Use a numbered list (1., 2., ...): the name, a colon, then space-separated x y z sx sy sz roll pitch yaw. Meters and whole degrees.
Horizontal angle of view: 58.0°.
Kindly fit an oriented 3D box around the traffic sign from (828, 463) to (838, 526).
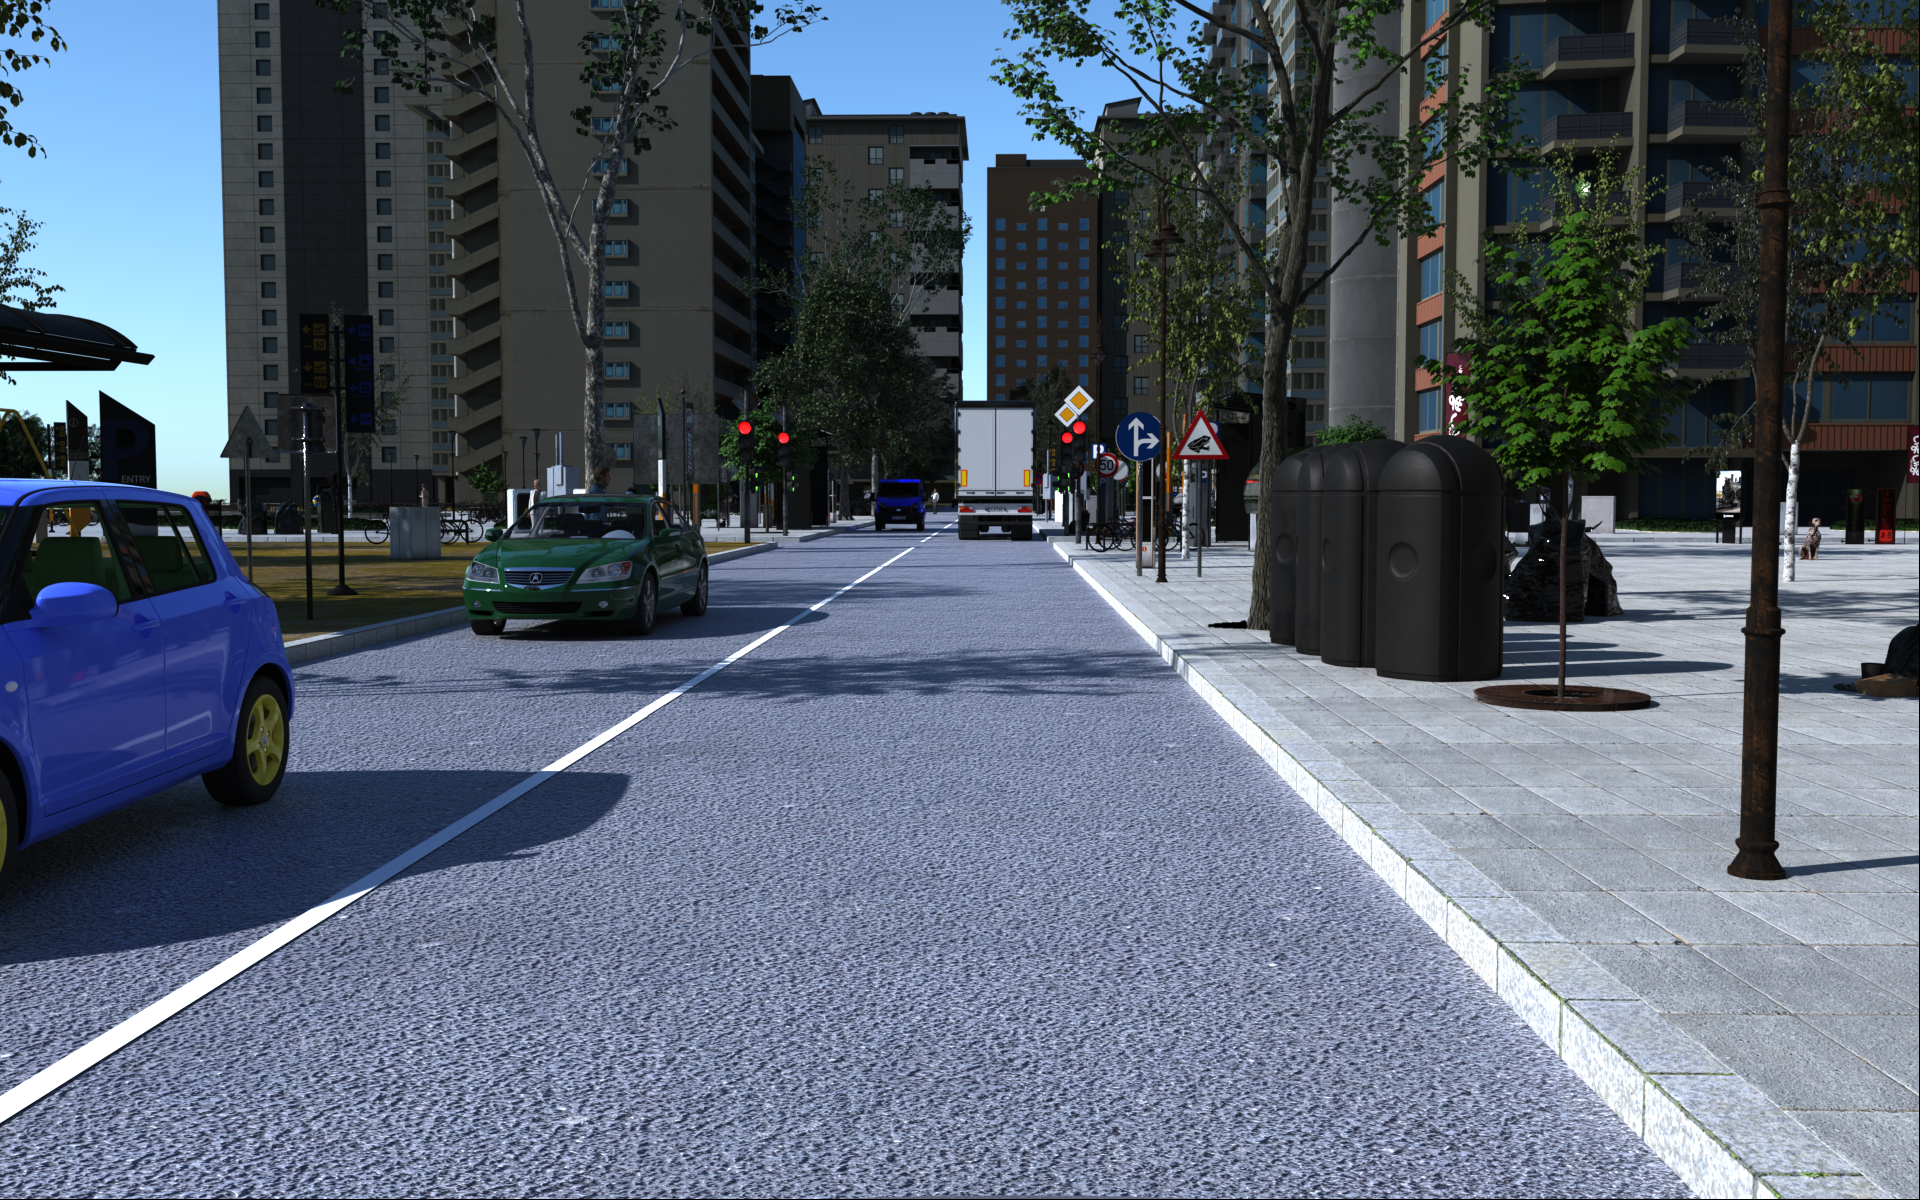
1. traffic sign: -5.325 -4.290 70.251 0.768 2.556 0.104 0 4 2

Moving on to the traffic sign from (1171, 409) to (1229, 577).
1. traffic sign: 3.693 -1.629 26.646 0.884 2.594 0.081 0 4 4

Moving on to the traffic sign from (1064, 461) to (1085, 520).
1. traffic sign: 3.977 -3.696 60.530 0.768 2.556 0.104 0 4 6

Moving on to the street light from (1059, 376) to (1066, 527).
1. street light: 4.098 -5.837 68.215 0.468 5.910 1.993 0 4 1

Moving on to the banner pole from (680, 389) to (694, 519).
1. banner pole: -6.558 -3.160 41.684 0.401 3.779 0.863 1 4 13

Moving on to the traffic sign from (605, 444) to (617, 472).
1. traffic sign: -8.961 -2.644 43.328 0.768 2.556 0.104 0 4 4

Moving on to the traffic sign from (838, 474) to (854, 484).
1. traffic sign: -6.037 -5.595 91.487 0.884 2.594 0.081 0 4 8

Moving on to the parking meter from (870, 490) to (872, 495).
1. parking meter: -5.263 -5.933 105.414 0.372 1.533 0.369 0 3 0

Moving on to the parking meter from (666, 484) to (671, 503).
1. parking meter: -9.108 -2.941 53.800 0.255 1.863 0.399 2 4 23

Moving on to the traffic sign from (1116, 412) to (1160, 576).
1. traffic sign: 2.805 -1.643 26.975 0.768 2.556 0.104 1 4 11

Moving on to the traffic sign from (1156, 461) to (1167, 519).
1. traffic sign: 8.013 -4.132 67.661 0.768 2.556 0.104 0 4 3

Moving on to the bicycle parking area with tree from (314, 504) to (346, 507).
1. bicycle parking area with tree: -39.890 -8.429 124.813 9.016 4.147 8.231 1 4 15

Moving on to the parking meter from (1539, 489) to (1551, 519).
1. parking meter: 18.669 -2.867 55.292 0.372 1.533 0.369 0 3 0

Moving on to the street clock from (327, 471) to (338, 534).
1. street clock: -19.985 -3.106 55.359 0.358 2.002 0.471 1 4 11

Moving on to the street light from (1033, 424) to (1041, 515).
1. street light: 4.900 -8.263 107.888 0.468 5.910 1.993 0 4 1

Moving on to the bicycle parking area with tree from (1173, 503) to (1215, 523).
1. bicycle parking area with tree: 13.074 -5.425 75.700 9.016 4.147 8.231 1 4 14

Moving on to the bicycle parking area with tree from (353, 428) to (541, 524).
1. bicycle parking area with tree: -20.870 -5.511 77.102 8.231 4.147 9.016 3 5 44

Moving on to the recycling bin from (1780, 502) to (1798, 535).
1. recycling bin: 25.805 -2.557 54.362 0.722 1.027 0.722 0 4 5

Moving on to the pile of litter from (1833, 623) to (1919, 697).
1. pile of litter: 6.531 0.186 10.930 1.719 0.858 1.176 3 5 43

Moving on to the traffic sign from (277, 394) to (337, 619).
1. traffic sign: -6.655 -0.951 17.674 0.606 2.300 0.079 0 4 2

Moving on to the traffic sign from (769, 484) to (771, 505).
1. traffic sign: -7.440 -4.134 67.691 0.768 2.556 0.104 0 4 3

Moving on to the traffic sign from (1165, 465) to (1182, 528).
1. traffic sign: 7.640 -3.756 61.414 0.884 2.594 0.081 1 4 11

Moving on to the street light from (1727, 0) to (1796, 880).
1. street light: 2.683 -2.010 5.657 0.468 5.910 1.993 0 4 1

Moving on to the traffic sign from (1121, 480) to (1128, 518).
1. traffic sign: 8.587 -5.607 91.775 0.768 2.556 0.104 0 4 6

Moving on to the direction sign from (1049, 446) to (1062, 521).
1. direction sign: 4.646 -5.512 82.125 0.876 3.537 0.379 1 4 13

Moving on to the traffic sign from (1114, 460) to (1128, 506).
1. traffic sign: 5.872 -3.931 64.383 0.768 2.556 0.104 0 4 4

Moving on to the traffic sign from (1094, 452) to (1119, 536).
1. traffic sign: 4.495 -3.240 53.084 0.768 2.556 0.104 1 4 11

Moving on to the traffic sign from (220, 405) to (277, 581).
1. traffic sign: -10.451 -1.555 25.431 0.884 2.594 0.081 1 4 8

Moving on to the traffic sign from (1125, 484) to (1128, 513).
1. traffic sign: 9.435 -5.924 98.991 0.606 2.300 0.079 0 4 7

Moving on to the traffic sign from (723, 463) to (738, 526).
1. traffic sign: -9.380 -4.287 70.192 0.768 2.556 0.104 1 4 9

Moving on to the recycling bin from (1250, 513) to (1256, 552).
1. recycling bin: 6.874 -1.580 38.387 0.722 1.027 0.722 2 4 27

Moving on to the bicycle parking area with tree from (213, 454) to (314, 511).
1. bicycle parking area with tree: -48.978 -8.350 123.528 9.016 4.147 8.231 3 5 39

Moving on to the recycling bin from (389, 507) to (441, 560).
1. recycling bin: -10.699 -1.313 34.028 0.722 1.027 0.722 3 4 38

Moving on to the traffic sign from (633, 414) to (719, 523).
1. traffic sign: -7.226 -3.066 43.997 2.265 3.308 0.079 1 4 10

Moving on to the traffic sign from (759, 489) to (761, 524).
1. traffic sign: -8.528 -4.515 73.826 0.884 2.594 0.081 0 4 5

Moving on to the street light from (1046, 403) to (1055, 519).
1. street light: 4.575 -7.052 88.083 0.468 5.910 1.993 0 4 1

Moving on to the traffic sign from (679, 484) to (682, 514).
1. traffic sign: -9.859 -3.726 61.033 0.768 2.556 0.104 1 4 8

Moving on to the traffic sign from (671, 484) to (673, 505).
1. traffic sign: -8.823 -3.242 53.007 0.884 2.594 0.081 0 4 3

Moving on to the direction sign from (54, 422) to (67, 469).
1. direction sign: -28.192 -3.846 54.887 0.379 3.537 0.876 3 5 45

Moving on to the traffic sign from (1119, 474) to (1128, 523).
1. traffic sign: 6.861 -4.564 74.726 0.768 2.556 0.104 0 4 4

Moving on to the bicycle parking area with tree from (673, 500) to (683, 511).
1. bicycle parking area with tree: -20.394 -6.233 88.919 9.016 4.147 8.231 3 5 45

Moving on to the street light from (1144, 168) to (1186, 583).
1. street light: 2.935 -3.194 25.017 0.468 5.910 1.993 0 4 1

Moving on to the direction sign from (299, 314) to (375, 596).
1. direction sign: -7.860 -1.831 21.932 0.876 3.537 0.379 -1 4 -13

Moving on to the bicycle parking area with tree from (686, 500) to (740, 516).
1. bicycle parking area with tree: -16.822 -7.326 106.781 9.016 4.147 8.231 1 4 10

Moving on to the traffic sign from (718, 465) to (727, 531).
1. traffic sign: -8.467 -3.583 60.719 0.606 2.300 0.079 0 4 4

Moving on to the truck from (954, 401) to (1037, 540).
1. truck: 1.174 -4.196 57.515 2.839 4.237 11.283 0 4 1

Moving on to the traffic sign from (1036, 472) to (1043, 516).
1. traffic sign: 4.559 -6.208 101.603 0.768 2.556 0.104 1 4 8

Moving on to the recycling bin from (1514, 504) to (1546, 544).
1. recycling bin: 14.626 -1.952 44.463 0.722 1.027 0.722 1 4 22

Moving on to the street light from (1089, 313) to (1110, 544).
1. street light: 3.555 -4.378 44.368 0.468 5.910 1.993 0 4 1

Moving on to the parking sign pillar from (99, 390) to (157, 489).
1. parking sign pillar: -21.623 -3.461 45.061 1.447 3.967 1.447 -2 4 -24

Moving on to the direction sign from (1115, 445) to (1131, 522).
1. direction sign: 7.555 -5.366 79.729 0.876 3.537 0.379 0 4 1

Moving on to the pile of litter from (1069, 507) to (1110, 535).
1. pile of litter: 4.142 -2.524 55.225 1.719 0.858 1.176 -2 4 -30
